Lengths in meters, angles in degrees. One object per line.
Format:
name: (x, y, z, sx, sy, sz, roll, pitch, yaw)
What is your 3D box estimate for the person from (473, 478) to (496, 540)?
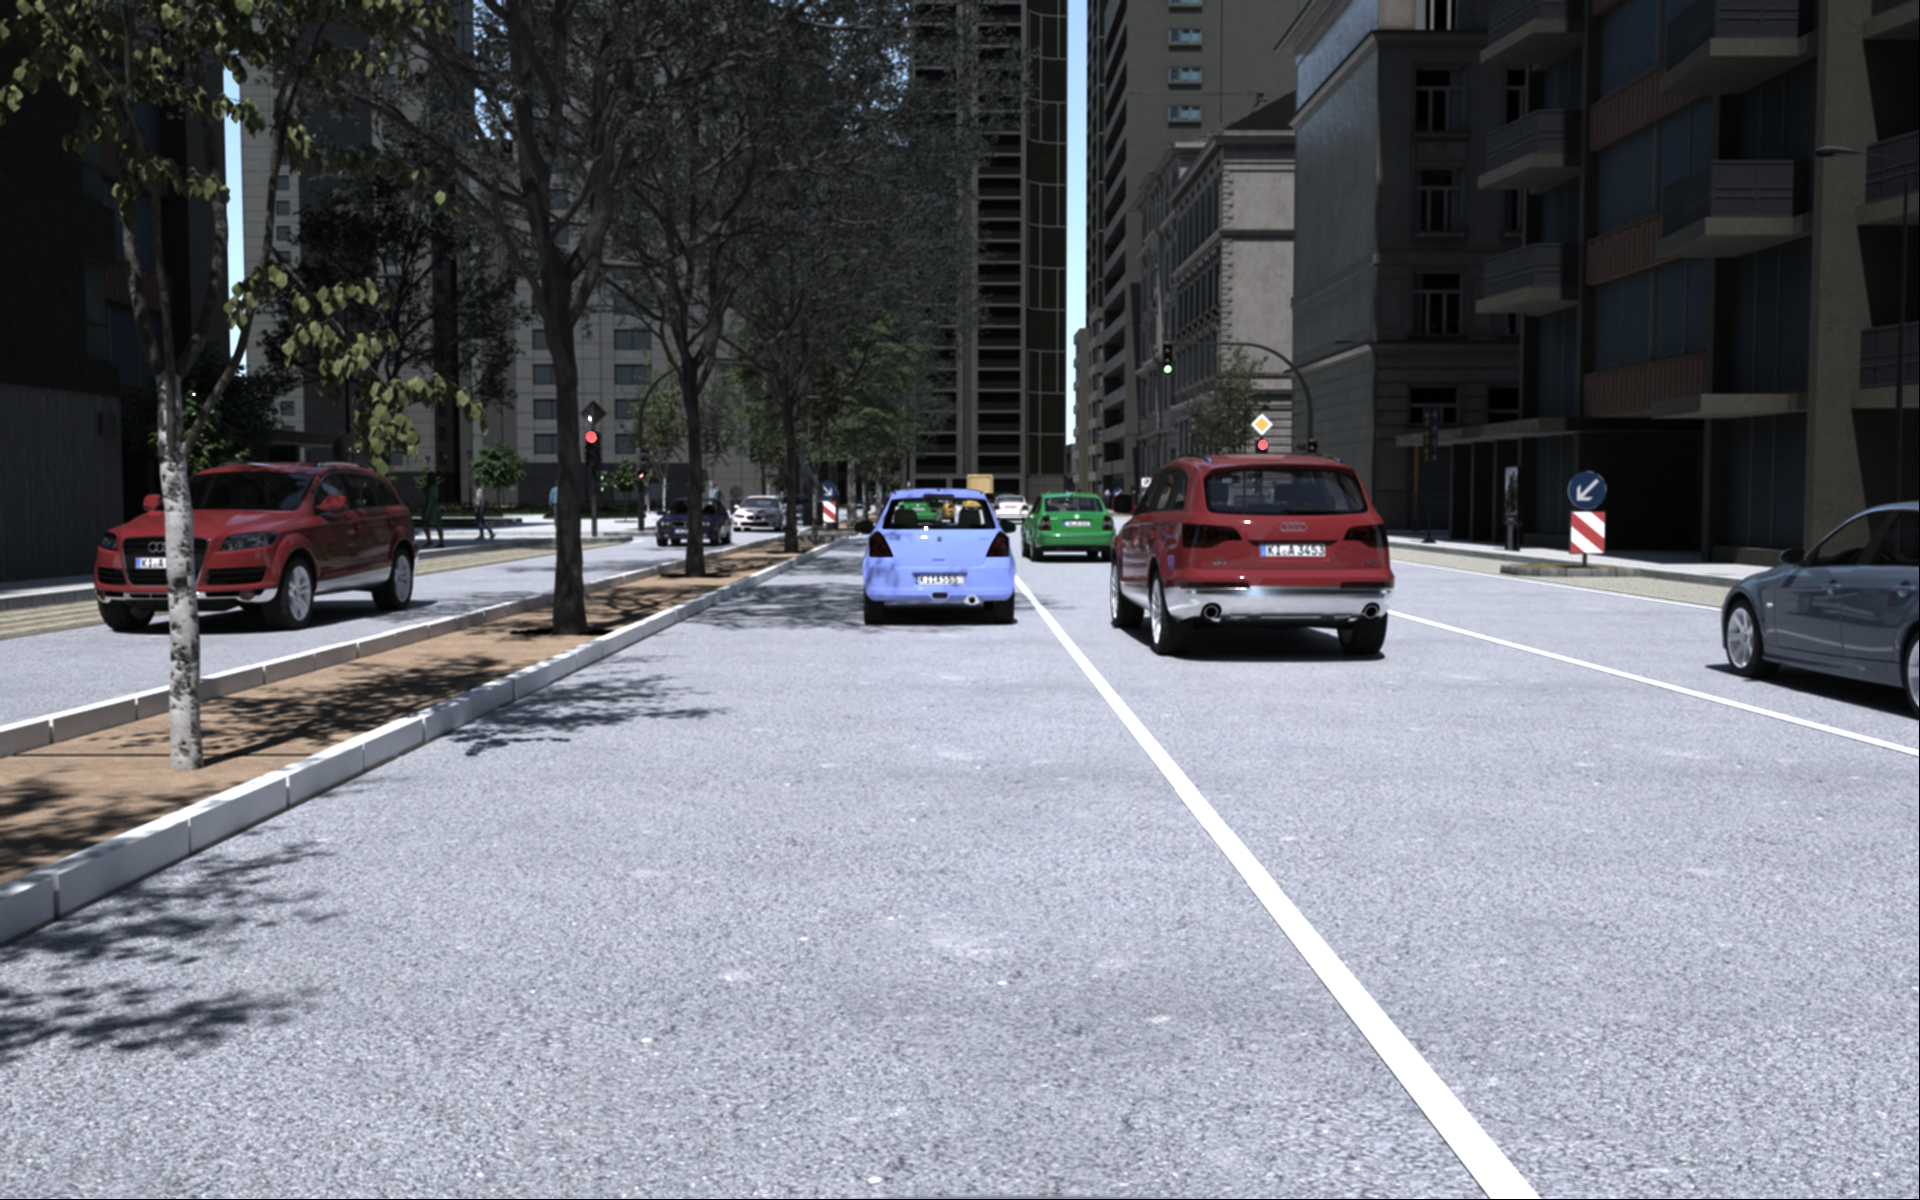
person: (-13.409, -2.575, 48.823, 0.598, 1.740, 0.731, -1, 4, -14)

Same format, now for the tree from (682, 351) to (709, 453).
tree: (-14.202, -8.126, 83.228, 4.737, 8.622, 4.395, 0, 3, 0)

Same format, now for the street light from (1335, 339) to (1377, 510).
street light: (11.943, -4.867, 52.124, 1.470, 5.913, 1.316, 0, 4, 0)

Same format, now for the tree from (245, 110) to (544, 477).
tree: (-13.787, -6.570, 41.830, 7.601, 10.594, 8.767, 0, 4, 5)

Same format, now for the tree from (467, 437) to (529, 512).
tree: (-26.652, -7.101, 99.818, 4.285, 4.588, 4.351, 0, 3, 0)

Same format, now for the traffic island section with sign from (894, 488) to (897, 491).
traffic island section with sign: (-5.121, -7.754, 134.910, 2.006, 1.907, 1.989, 0, 4, 0)

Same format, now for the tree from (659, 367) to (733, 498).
tree: (-13.916, -8.970, 97.029, 4.360, 8.622, 3.978, 0, 3, 0)

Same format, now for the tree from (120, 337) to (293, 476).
tree: (-15.381, -3.168, 35.507, 4.285, 4.588, 4.351, 0, 3, 0)

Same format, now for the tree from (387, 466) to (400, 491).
tree: (-33.385, -6.494, 100.784, 1.663, 3.219, 1.824, 0, 3, 0)

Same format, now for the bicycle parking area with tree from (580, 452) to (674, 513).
bicycle parking area with tree: (-23.429, -8.078, 119.078, 8.231, 4.147, 9.016, -2, 4, -34)

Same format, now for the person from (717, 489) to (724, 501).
person: (-16.293, -6.762, 116.372, 0.755, 1.850, 0.659, -3, 5, -39)

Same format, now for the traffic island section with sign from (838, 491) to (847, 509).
traffic island section with sign: (-11.513, -9.385, 162.073, 1.989, 1.847, 2.006, 0, 4, 0)

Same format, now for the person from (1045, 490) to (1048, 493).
person: (8.684, -10.233, 175.673, 0.599, 1.838, 0.709, 1, 4, 9)

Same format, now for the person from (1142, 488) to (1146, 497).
person: (12.418, -6.675, 116.189, 0.522, 1.701, 0.512, 3, 5, 44)

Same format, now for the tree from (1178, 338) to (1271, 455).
tree: (12.388, -7.996, 81.100, 4.360, 8.622, 3.978, 0, 3, 0)

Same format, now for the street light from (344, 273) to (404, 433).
street light: (-12.388, -3.915, 36.559, 1.470, 5.913, 1.316, 0, 4, 0)

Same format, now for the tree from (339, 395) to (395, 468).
tree: (-41.671, -10.454, 121.288, 4.360, 8.622, 3.978, 0, 3, 0)

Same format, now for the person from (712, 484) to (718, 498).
person: (-13.404, -5.389, 94.166, 0.620, 1.820, 0.660, -1, 4, -13)

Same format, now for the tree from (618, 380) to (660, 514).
tree: (-19.868, -9.793, 110.476, 4.360, 8.622, 3.978, 0, 3, 0)

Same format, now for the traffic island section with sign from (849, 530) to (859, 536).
traffic island section with sign: (-4.543, -3.158, 59.773, 2.006, 1.907, 1.989, 0, 4, 0)

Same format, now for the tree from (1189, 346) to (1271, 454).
tree: (13.476, -8.286, 85.834, 4.737, 8.622, 4.395, 0, 3, 0)

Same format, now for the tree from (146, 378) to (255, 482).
tree: (-12.732, -2.109, 29.084, 1.663, 3.219, 1.824, 0, 3, 0)

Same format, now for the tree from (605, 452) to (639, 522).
tree: (-15.286, -5.157, 78.915, 1.663, 3.219, 1.824, 0, 3, 0)

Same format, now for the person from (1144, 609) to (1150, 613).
person: (2.550, -0.701, 20.715, 0.760, 1.731, 0.466, 1, 4, 19)

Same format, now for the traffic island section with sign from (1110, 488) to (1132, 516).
traffic island section with sign: (10.080, -6.338, 112.252, 1.989, 1.847, 2.006, 0, 4, 0)

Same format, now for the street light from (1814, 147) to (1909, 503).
street light: (12.127, -3.107, 23.335, 1.470, 5.913, 1.316, 0, 4, 0)

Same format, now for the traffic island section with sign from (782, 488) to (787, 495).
traffic island section with sign: (-11.141, -6.334, 112.184, 1.989, 1.847, 2.006, 0, 4, 0)

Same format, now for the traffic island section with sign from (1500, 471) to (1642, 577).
traffic island section with sign: (10.704, -1.347, 30.645, 1.989, 1.847, 2.006, 0, 4, 0)

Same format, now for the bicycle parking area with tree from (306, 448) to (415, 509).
bicycle parking area with tree: (-35.998, -6.560, 94.251, 9.016, 4.147, 8.231, 1, 4, 8)

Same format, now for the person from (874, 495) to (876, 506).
person: (-9.916, -11.817, 204.890, 0.628, 1.438, 0.799, -1, 4, -10)

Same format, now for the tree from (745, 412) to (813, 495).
tree: (-14.363, -11.011, 130.396, 4.737, 8.622, 4.395, 0, 3, 0)

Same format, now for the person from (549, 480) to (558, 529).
person: (-14.670, -3.473, 63.178, 0.601, 1.785, 0.444, -1, 4, -14)

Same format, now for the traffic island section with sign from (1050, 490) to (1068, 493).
traffic island section with sign: (9.703, -9.379, 161.977, 1.989, 1.847, 2.006, 0, 4, 0)

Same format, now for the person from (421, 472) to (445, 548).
person: (-12.570, -2.140, 41.280, 0.529, 1.795, 0.600, -1, 4, -13)

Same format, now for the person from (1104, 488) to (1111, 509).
person: (12.717, -8.702, 148.190, 0.709, 1.838, 0.599, 3, 5, 44)

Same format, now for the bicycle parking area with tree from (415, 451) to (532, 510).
bicycle parking area with tree: (-34.056, -8.014, 118.038, 9.016, 4.147, 8.231, -1, 4, -20)

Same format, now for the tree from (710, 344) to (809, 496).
tree: (-13.699, -11.853, 119.549, 9.928, 11.665, 9.643, 0, 3, 0)

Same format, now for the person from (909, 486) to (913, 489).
person: (-2.249, -4.439, 81.178, 0.778, 1.811, 0.616, 2, 4, 31)

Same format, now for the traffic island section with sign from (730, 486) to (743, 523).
traffic island section with sign: (-10.935, -4.662, 84.853, 1.989, 1.847, 2.006, 0, 4, 0)

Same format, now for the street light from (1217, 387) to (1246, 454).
street light: (11.814, -6.274, 75.120, 1.470, 5.913, 1.316, 0, 4, 0)

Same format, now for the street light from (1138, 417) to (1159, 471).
street light: (11.485, -8.093, 104.855, 1.470, 5.913, 1.316, 0, 4, 0)

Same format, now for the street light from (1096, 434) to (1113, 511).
street light: (11.296, -9.916, 134.660, 1.470, 5.913, 1.316, 0, 4, 0)

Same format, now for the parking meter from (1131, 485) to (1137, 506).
parking meter: (11.582, -6.701, 115.277, 0.399, 1.863, 0.255, 0, 4, 2)

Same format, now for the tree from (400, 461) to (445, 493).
tree: (-30.842, -6.440, 99.902, 1.663, 3.219, 1.824, 0, 3, 0)

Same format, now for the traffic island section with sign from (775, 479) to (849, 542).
traffic island section with sign: (-4.497, -2.705, 52.366, 2.006, 1.907, 1.989, 0, 4, 0)

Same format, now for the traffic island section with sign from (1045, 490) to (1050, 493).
traffic island section with sign: (9.500, -11.049, 189.283, 1.989, 1.847, 2.006, 0, 4, 0)

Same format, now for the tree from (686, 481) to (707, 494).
tree: (-19.781, -8.373, 131.495, 1.663, 3.219, 1.824, 0, 3, 0)

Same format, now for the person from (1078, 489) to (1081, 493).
person: (11.875, -10.023, 170.644, 0.721, 1.735, 1.217, 0, 4, 4)
